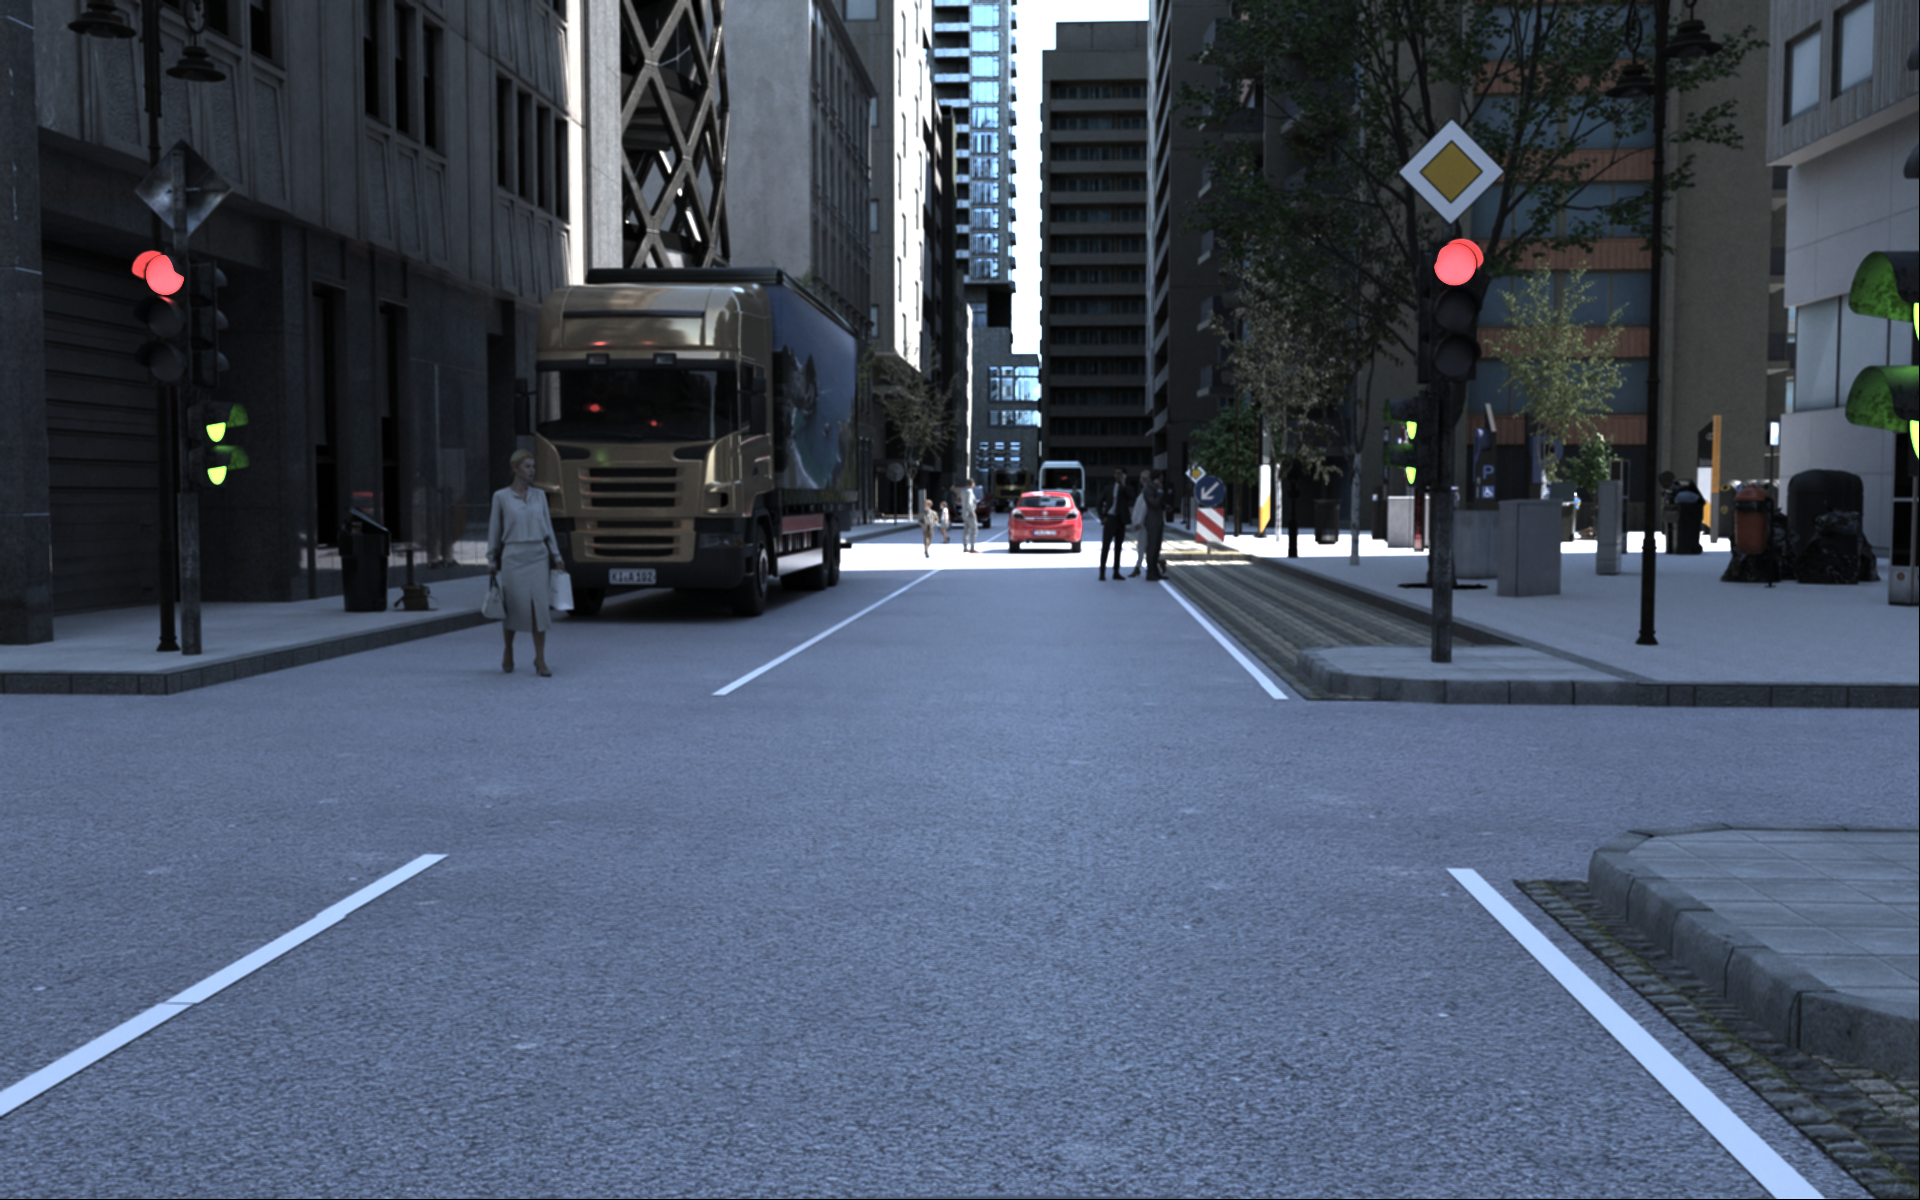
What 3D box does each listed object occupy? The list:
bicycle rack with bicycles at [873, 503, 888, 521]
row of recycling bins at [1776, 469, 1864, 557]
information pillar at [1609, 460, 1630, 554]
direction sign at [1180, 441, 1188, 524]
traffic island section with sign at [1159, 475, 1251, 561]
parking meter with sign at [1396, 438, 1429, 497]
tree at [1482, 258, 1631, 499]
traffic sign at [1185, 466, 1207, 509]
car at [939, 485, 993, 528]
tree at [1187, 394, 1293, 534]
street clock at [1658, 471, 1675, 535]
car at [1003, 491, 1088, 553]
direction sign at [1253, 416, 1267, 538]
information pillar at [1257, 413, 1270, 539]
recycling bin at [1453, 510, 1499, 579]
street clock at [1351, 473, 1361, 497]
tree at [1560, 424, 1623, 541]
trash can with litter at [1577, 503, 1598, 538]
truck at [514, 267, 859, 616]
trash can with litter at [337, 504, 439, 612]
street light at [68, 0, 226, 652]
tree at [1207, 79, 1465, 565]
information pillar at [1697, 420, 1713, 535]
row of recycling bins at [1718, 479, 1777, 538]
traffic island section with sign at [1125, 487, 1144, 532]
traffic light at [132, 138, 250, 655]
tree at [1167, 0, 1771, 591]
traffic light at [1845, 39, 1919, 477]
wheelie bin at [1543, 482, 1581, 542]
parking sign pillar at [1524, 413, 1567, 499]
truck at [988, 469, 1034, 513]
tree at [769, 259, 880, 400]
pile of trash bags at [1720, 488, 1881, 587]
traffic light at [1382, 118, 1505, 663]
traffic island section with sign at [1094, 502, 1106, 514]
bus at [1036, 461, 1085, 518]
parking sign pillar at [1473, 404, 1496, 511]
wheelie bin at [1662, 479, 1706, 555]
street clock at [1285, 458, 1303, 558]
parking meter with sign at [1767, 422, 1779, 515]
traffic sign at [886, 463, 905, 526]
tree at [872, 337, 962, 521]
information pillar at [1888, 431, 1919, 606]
[{"bbox_3d":[-4.993,-4.168,81.536,2.852,0.926,2.925,-2,4,-28],"label":"bicycle rack with bicycles"},{"bbox_3d":[15.029,-1.399,29.987,1.069,1.692,3.534,2,4,33],"label":"row of recycling bins"},{"bbox_3d":[14.112,-1.995,37.115,0.304,2.012,0.304,-3,5,-40],"label":"information pillar"},{"bbox_3d":[9.682,-5.052,74.600,0.379,3.537,0.876,1,4,20],"label":"direction sign"},{"bbox_3d":[5.279,-1.784,37.789,1.989,1.847,2.006,0,4,4],"label":"traffic island section with sign"},{"bbox_3d":[14.281,-3.525,53.896,1.738,3.016,0.543,-3,5,-42],"label":"parking meter with sign"},{"bbox_3d":[18.481,-6.337,53.967,4.737,8.622,4.395,0,3,0],"label":"tree"},{"bbox_3d":[8.571,-3.778,62.963,0.795,2.450,0.064,1,4,10],"label":"traffic sign"},{"bbox_3d":[0.284,-3.988,73.871,2.281,1.827,5.304,0,4,2],"label":"car"},{"bbox_3d":[9.136,-4.412,55.846,4.285,4.588,4.351,0,3,0],"label":"tree"},{"bbox_3d":[22.178,-3.048,54.413,0.471,2.002,0.358,1,4,12],"label":"street clock"},{"bbox_3d":[2.151,-2.110,43.535,2.155,1.783,4.494,0,4,3],"label":"car"},{"bbox_3d":[8.827,-3.606,50.963,0.379,3.537,0.876,-1,4,-12],"label":"direction sign"},{"bbox_3d":[8.809,-3.591,50.072,0.183,3.616,0.504,3,5,39],"label":"information pillar"},{"bbox_3d":[7.746,-0.850,26.457,0.722,1.027,0.722,3,5,44],"label":"recycling bin"},{"bbox_3d":[12.693,-3.119,55.566,0.358,2.002,0.471,2,4,25],"label":"street clock"},{"bbox_3d":[17.501,-3.273,48.122,1.663,3.219,1.824,0,3,0],"label":"tree"},{"bbox_3d":[18.585,-2.406,50.720,0.624,1.170,1.055,-2,4,-34],"label":"trash can with litter"},{"bbox_3d":[-3.276,-2.132,23.770,2.839,4.237,11.283,0,4,3],"label":"truck"},{"bbox_3d":[-6.301,-0.470,19.079,1.055,1.170,0.624,-1,4,-18],"label":"trash can with litter"},{"bbox_3d":[-6.482,-2.521,14.004,0.468,5.910,1.993,0,4,4],"label":"street light"},{"bbox_3d":[6.989,-4.940,31.131,4.360,8.622,3.978,0,3,0],"label":"tree"},{"bbox_3d":[23.164,-3.817,53.768,0.504,3.616,0.183,1,4,10],"label":"information pillar"},{"bbox_3d":[22.926,-2.618,49.923,1.069,1.692,3.534,0,4,0],"label":"row of recycling bins"},{"bbox_3d":[7.040,-3.463,65.251,1.989,1.847,2.006,0,4,4],"label":"traffic island section with sign"},{"bbox_3d":[-6.131,-1.518,13.737,0.839,4.253,0.868,0,4,4],"label":"traffic light"},{"bbox_3d":[6.667,-5.974,23.430,9.928,11.665,9.643,0,3,0],"label":"tree"},{"bbox_3d":[3.152,-0.993,5.160,0.839,4.253,0.868,0,4,4],"label":"traffic light"},{"bbox_3d":[16.061,-2.342,46.202,0.980,1.594,0.693,2,4,29],"label":"wheelie bin"},{"bbox_3d":[19.442,-4.224,57.534,1.447,3.967,1.447,0,4,-8],"label":"parking sign pillar"},{"bbox_3d":[4.025,-8.432,133.783,3.469,3.379,9.791,0,4,3],"label":"truck"},{"bbox_3d":[-4.969,-6.392,54.867,4.737,8.622,4.395,0,3,0],"label":"tree"},{"bbox_3d":[11.957,-0.935,25.037,1.912,1.369,3.447,3,5,43],"label":"pile of trash bags"},{"bbox_3d":[3.662,-1.481,13.129,0.839,4.253,0.868,0,4,4],"label":"traffic light"},{"bbox_3d":[11.973,-8.170,142.210,1.989,1.847,2.006,0,4,4],"label":"traffic island section with sign"},{"bbox_3d":[6.004,-6.666,103.842,2.948,3.499,13.247,0,4,2],"label":"bus"},{"bbox_3d":[15.464,-3.825,51.013,1.447,3.967,1.447,1,4,8],"label":"parking sign pillar"},{"bbox_3d":[15.380,-1.769,36.828,0.693,1.594,0.980,-1,4,-13],"label":"wheelie bin"},{"bbox_3d":[6.737,-1.861,35.000,0.358,2.002,0.471,1,4,17],"label":"street clock"},{"bbox_3d":[20.379,-2.777,41.669,1.738,3.016,0.543,3,5,44],"label":"parking meter with sign"},{"bbox_3d":[-2.630,-4.300,70.417,0.768,2.556,0.104,0,4,4],"label":"traffic sign"},{"bbox_3d":[-2.119,-8.021,81.506,4.360,8.622,3.978,0,3,0],"label":"tree"},{"bbox_3d":[10.917,-0.941,19.882,0.304,2.012,0.304,-2,4,-26],"label":"information pillar"}]
